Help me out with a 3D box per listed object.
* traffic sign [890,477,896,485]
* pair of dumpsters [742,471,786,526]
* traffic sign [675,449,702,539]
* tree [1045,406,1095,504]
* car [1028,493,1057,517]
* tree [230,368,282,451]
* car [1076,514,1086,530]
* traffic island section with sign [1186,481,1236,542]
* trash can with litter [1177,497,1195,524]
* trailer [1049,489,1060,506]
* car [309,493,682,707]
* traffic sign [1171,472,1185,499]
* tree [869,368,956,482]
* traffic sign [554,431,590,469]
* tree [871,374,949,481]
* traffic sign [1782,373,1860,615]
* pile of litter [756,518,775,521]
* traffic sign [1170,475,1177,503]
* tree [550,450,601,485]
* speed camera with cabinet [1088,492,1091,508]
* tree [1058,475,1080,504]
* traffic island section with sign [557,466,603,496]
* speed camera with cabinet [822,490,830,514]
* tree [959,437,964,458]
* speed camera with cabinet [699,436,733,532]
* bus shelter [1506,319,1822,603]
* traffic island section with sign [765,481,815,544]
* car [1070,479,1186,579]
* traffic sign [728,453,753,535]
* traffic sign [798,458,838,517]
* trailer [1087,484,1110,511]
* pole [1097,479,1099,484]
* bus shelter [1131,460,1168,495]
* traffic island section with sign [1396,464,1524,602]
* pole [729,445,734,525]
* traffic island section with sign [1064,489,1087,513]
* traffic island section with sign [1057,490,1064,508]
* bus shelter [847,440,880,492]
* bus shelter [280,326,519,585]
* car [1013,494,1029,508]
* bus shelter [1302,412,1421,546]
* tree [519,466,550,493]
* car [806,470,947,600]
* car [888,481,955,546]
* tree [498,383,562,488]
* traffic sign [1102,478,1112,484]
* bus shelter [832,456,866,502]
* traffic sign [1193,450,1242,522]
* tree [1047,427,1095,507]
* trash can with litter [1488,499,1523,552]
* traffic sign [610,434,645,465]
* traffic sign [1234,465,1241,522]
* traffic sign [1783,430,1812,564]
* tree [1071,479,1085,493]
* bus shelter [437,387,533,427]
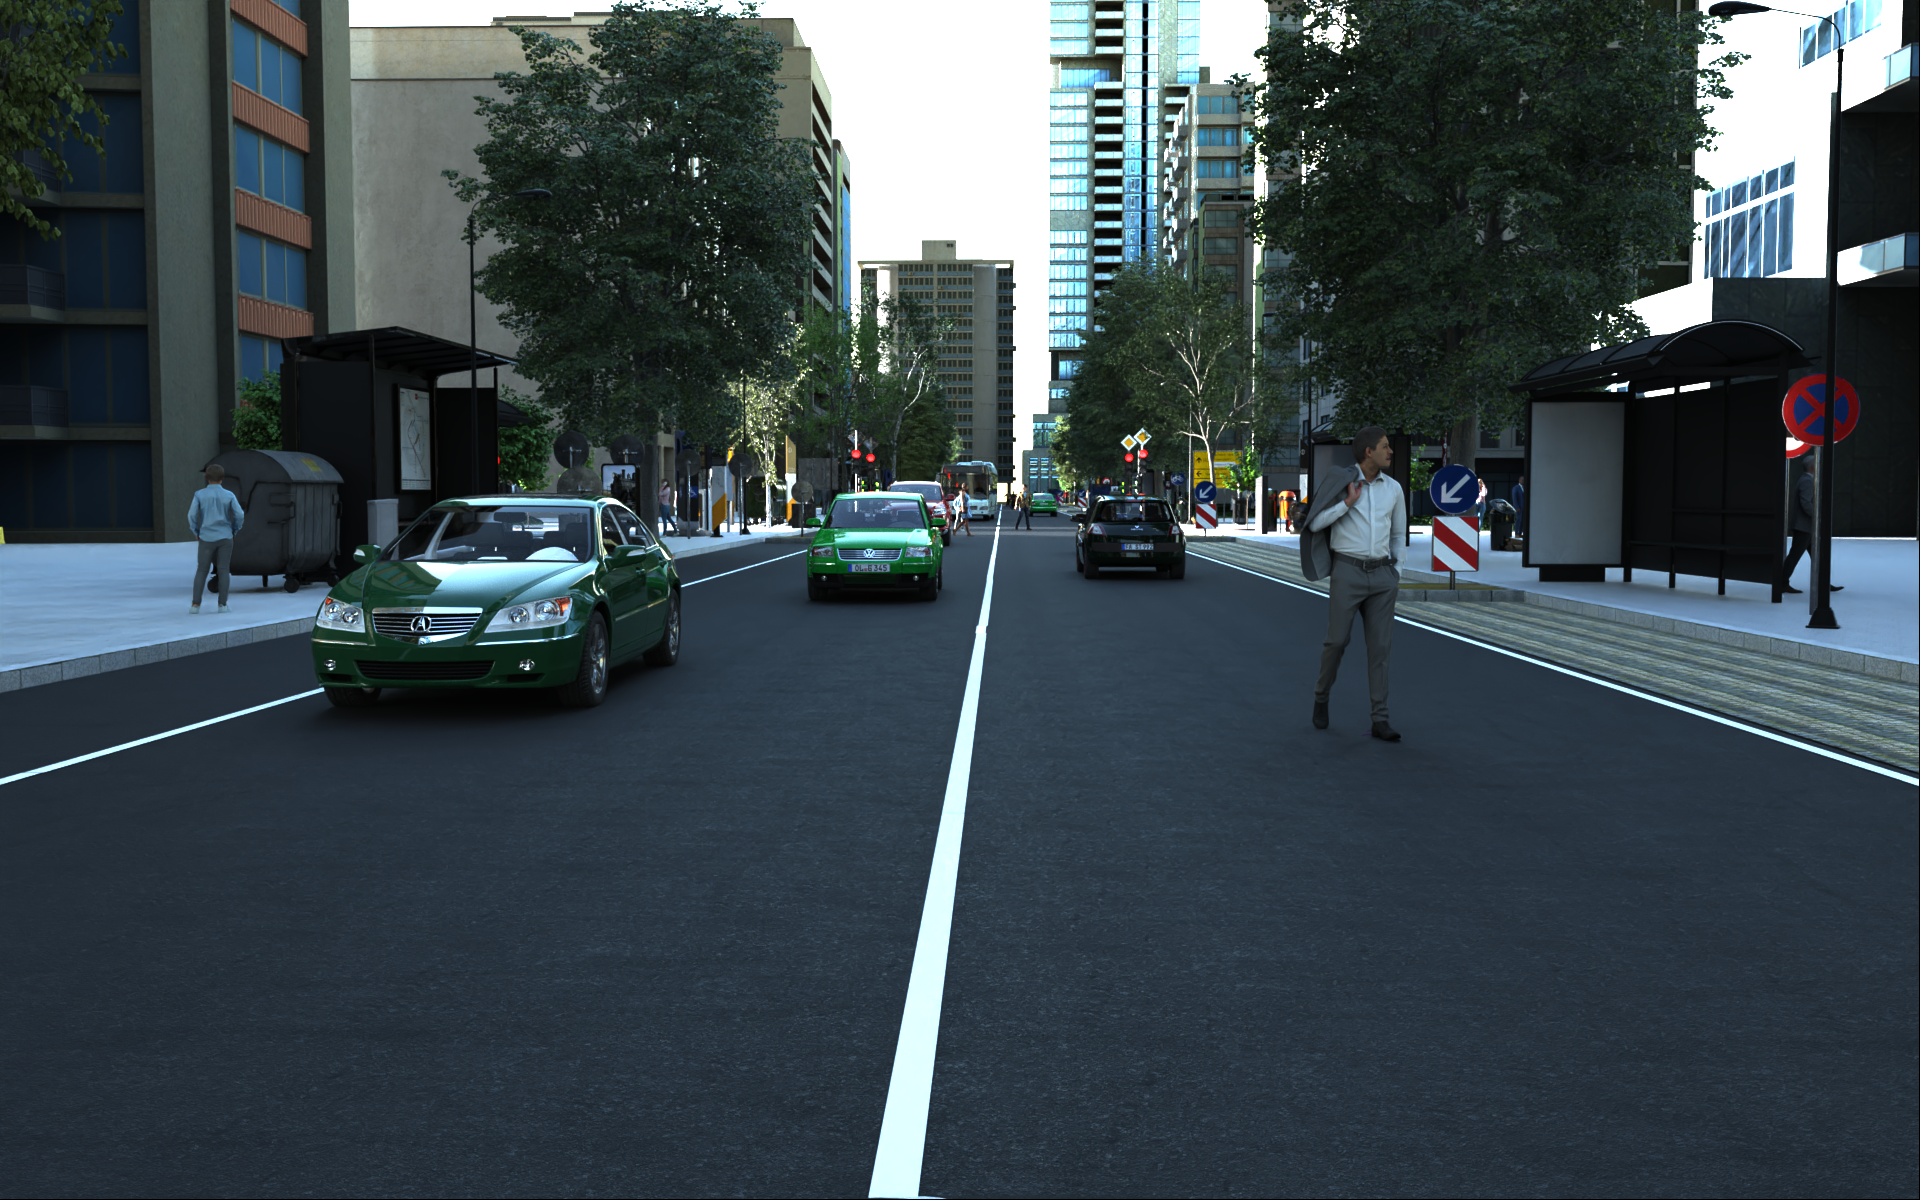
[{"bbox_3d":[-5.061,-8.177,133.697,0.884,2.594,0.081,0,4,5],"label":"traffic sign"},{"bbox_3d":[-8.004,-4.209,71.319,1.574,2.255,4.437,0,4,1],"label":"pair of dumpsters"},{"bbox_3d":[-7.702,-2.998,49.130,0.768,2.556,0.104,0,4,2],"label":"traffic sign"},{"bbox_3d":[14.668,-18.407,219.074,7.486,12.596,7.792,0,3,0],"label":"tree"},{"bbox_3d":[5.254,-6.254,111.044,1.959,1.807,4.718,0,4,-1],"label":"car"},{"bbox_3d":[-15.527,-3.483,40.660,4.285,4.588,4.351,0,3,0],"label":"tree"},{"bbox_3d":[3.753,-1.742,41.064,1.945,1.354,3.894,0,3,0],"label":"car"},{"bbox_3d":[7.216,-2.667,52.239,1.989,1.847,2.006,0,4,1],"label":"traffic island section with sign"},{"bbox_3d":[9.756,-3.809,73.660,1.055,1.170,0.624,2,4,29],"label":"trash can with litter"},{"bbox_3d":[10.102,-11.026,187.324,1.471,1.999,3.904,0,4,2],"label":"trailer"},{"bbox_3d":[-3.315,-0.084,13.165,2.131,1.459,4.920,0,4,1],"label":"car"},{"bbox_3d":[12.282,-5.965,97.640,0.768,2.556,0.104,0,4,6],"label":"traffic sign"},{"bbox_3d":[-4.650,-16.395,174.716,9.857,13.997,8.962,0,3,0],"label":"tree"},{"bbox_3d":[-7.865,-2.137,35.046,0.768,2.556,0.104,1,4,11],"label":"traffic sign"},{"bbox_3d":[-4.917,-15.077,164.635,7.486,12.596,7.792,0,3,0],"label":"tree"},{"bbox_3d":[9.058,-1.113,18.303,0.768,2.556,0.104,1,4,10],"label":"traffic sign"},{"bbox_3d":[-9.344,-4.215,82.876,1.176,0.858,1.719,0,4,-8],"label":"pile of litter"},{"bbox_3d":[13.029,-6.369,104.242,0.768,2.556,0.104,0,4,5],"label":"traffic sign"},{"bbox_3d":[-13.347,-4.111,61.814,1.663,3.219,1.824,0,3,0],"label":"tree"},{"bbox_3d":[12.316,-9.718,153.219,2.038,3.252,0.660,0,4,4],"label":"speed camera with cabinet"},{"bbox_3d":[14.805,-15.225,232.640,4.285,4.588,4.351,0,3,0],"label":"tree"},{"bbox_3d":[-5.328,-0.937,23.945,1.989,1.847,2.006,0,4,1],"label":"traffic island section with sign"},{"bbox_3d":[-8.677,-7.224,112.449,0.660,3.252,2.038,0,4,-5],"label":"speed camera with cabinet"},{"bbox_3d":[-3.184,-18.243,224.026,9.928,11.665,9.643,0,3,0],"label":"tree"},{"bbox_3d":[-8.371,-3.932,58.620,0.660,3.252,2.038,-2,4,-33],"label":"speed camera with cabinet"},{"bbox_3d":[8.983,-1.766,22.793,2.014,3.302,5.546,0,4,1],"label":"bus shelter"},{"bbox_3d":[-4.641,-2.599,51.122,1.989,1.847,2.006,0,4,1],"label":"traffic island section with sign"},{"bbox_3d":[2.978,-1.278,30.678,2.009,1.686,4.222,0,4,1],"label":"car"},{"bbox_3d":[-6.822,-3.285,53.821,0.768,2.556,0.104,0,4,6],"label":"traffic sign"},{"bbox_3d":[-8.011,-6.364,97.919,2.265,3.308,0.079,0,4,4],"label":"traffic sign"},{"bbox_3d":[7.967,-5.620,98.941,1.471,1.999,3.904,0,4,2],"label":"trailer"},{"bbox_3d":[11.863,-9.483,148.892,0.158,3.312,0.155,0,3,0],"label":"pole"},{"bbox_3d":[11.306,-6.791,104.963,2.014,3.302,5.546,0,4,2],"label":"bus shelter"},{"bbox_3d":[6.500,-0.930,23.834,1.989,1.847,2.006,0,4,1],"label":"traffic island section with sign"},{"bbox_3d":[-9.486,-4.772,71.870,0.158,3.312,0.155,0,3,0],"label":"pole"},{"bbox_3d":[9.243,-7.628,133.346,1.989,1.847,2.006,0,4,1],"label":"traffic island section with sign"},{"bbox_3d":[10.477,-10.672,183.118,1.989,1.847,2.006,0,4,1],"label":"traffic island section with sign"},{"bbox_3d":[-7.346,-9.286,129.462,2.179,5.291,8.768,0,4,2],"label":"bus shelter"},{"bbox_3d":[-8.652,-2.207,27.375,1.731,3.624,6.357,0,4,1],"label":"bus shelter"},{"bbox_3d":[6.450,-10.755,184.876,2.155,1.783,4.494,0,4,3],"label":"car"},{"bbox_3d":[10.301,-3.109,44.761,2.014,3.302,5.546,0,4,2],"label":"bus shelter"},{"bbox_3d":[-15.899,-4.221,63.612,1.663,3.219,1.824,0,3,0],"label":"tree"},{"bbox_3d":[-1.161,-0.977,24.771,1.959,1.807,4.718,0,4,0],"label":"car"},{"bbox_3d":[-1.271,-2.500,49.543,2.281,1.827,5.304,0,3,0],"label":"car"},{"bbox_3d":[-13.383,-4.135,51.329,4.285,4.588,4.351,0,3,0],"label":"tree"},{"bbox_3d":[11.425,-8.234,134.738,0.768,2.556,0.104,1,4,10],"label":"traffic sign"},{"bbox_3d":[-6.995,-7.148,108.147,1.731,3.624,6.357,0,4,1],"label":"bus shelter"},{"bbox_3d":[11.991,-5.308,80.662,2.265,3.308,0.079,0,4,6],"label":"traffic sign"},{"bbox_3d":[12.875,-14.586,172.891,8.767,10.594,7.601,-1,4,-11],"label":"tree"},{"bbox_3d":[12.378,-1.688,38.979,0.624,1.170,1.055,-1,4,-20],"label":"trash can with litter"},{"bbox_3d":[-7.096,-2.252,36.922,0.768,2.556,0.104,1,4,9],"label":"traffic sign"},{"bbox_3d":[11.816,-4.482,73.391,0.768,2.556,0.104,0,4,5],"label":"traffic sign"},{"bbox_3d":[11.691,-1.494,24.532,0.768,2.556,0.104,0,4,7],"label":"traffic sign"},{"bbox_3d":[13.916,-12.776,203.490,1.663,3.219,1.824,0,3,0],"label":"tree"},{"bbox_3d":[-10.017,-2.424,33.557,2.014,3.302,5.546,0,4,2],"label":"bus shelter"}]
